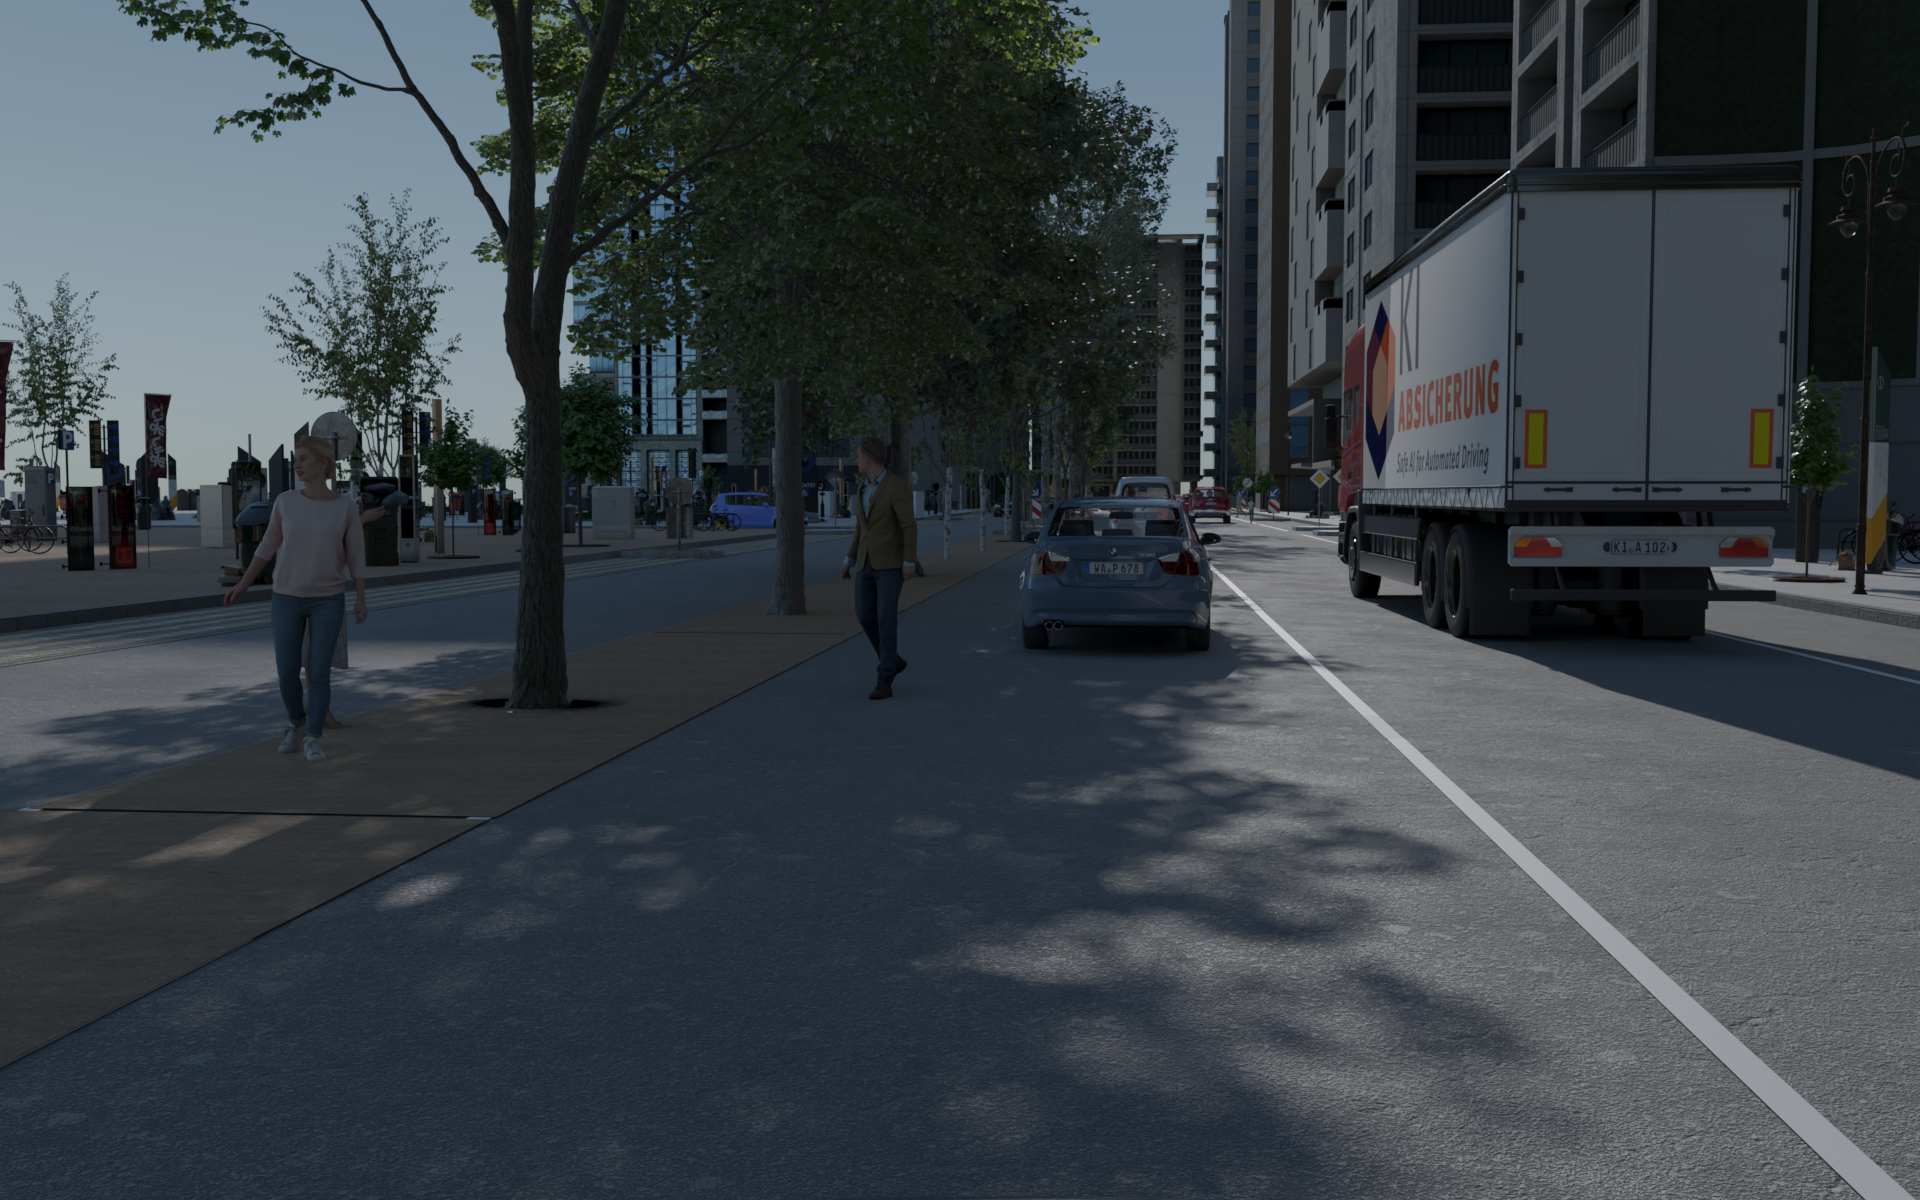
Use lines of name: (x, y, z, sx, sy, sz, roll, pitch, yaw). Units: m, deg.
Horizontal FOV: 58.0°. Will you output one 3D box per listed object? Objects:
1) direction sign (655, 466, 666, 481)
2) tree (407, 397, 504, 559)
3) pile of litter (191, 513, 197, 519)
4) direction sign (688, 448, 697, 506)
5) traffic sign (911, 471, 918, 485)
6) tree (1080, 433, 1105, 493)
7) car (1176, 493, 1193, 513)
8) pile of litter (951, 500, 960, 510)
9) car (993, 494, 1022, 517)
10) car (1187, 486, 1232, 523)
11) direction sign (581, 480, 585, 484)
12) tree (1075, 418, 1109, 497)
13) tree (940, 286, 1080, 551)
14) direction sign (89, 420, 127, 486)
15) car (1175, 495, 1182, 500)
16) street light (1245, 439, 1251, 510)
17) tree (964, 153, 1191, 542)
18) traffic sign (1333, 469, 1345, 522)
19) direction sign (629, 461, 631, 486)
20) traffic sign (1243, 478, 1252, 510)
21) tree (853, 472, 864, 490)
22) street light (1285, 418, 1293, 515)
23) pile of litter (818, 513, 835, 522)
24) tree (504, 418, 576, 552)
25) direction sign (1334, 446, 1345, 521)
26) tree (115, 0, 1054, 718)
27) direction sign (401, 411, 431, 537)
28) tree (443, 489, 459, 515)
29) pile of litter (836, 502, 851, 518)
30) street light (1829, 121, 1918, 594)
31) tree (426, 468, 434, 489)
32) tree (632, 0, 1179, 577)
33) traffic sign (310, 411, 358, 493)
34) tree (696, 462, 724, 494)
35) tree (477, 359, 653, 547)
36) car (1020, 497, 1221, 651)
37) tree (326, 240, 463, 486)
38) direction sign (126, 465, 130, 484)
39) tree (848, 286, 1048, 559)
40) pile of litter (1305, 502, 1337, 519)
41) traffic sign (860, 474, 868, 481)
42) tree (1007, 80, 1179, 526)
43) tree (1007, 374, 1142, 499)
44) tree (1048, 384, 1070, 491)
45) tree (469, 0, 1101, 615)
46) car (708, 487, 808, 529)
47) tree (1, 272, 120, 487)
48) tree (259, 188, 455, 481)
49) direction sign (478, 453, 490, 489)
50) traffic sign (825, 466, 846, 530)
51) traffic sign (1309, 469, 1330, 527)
direction sign: (-23.841, -8.935, 138.077, 0.876, 3.537, 0.379, -1, 4, -12)
tree: (-10.180, -2.450, 34.654, 1.663, 3.219, 1.824, 0, 3, 0)
pile of litter: (-40.012, -4.734, 91.371, 1.176, 0.858, 1.719, 0, 4, -5)
direction sign: (-13.140, -5.696, 85.121, 0.379, 3.537, 0.876, 1, 4, 16)
traffic sign: (-2.697, -5.885, 96.329, 0.768, 2.556, 0.104, 1, 4, 12)
tree: (9.360, -10.958, 131.986, 4.737, 8.622, 4.395, 0, 3, 0)
car: (14.622, -6.115, 109.021, 2.155, 1.783, 4.494, 0, 4, 6)
pile of litter: (-0.634, -7.719, 140.168, 1.176, 0.858, 1.719, 0, 4, -4)
car: (3.104, -6.020, 108.214, 2.009, 1.686, 4.222, 0, 4, 7)
car: (12.522, -4.783, 86.875, 2.281, 1.827, 5.304, 0, 4, 7)
direction sign: (-29.154, -8.615, 132.849, 0.876, 3.537, 0.379, -3, 5, -40)
tree: (9.229, -10.655, 127.023, 4.360, 8.622, 3.978, 0, 3, 0)
tree: (0.599, -5.505, 42.828, 4.737, 8.622, 4.395, 0, 3, 0)
direction sign: (-26.171, -3.734, 53.041, 0.876, 3.537, 0.379, 0, 4, -5)
car: (16.428, -7.372, 132.886, 2.083, 1.381, 4.827, 0, 4, 7)
street light: (23.545, -10.341, 141.866, 0.468, 5.910, 1.993, 0, 4, 6)
tree: (1.682, -8.455, 51.070, 12.009, 13.543, 11.850, 0, 3, 0)
traffic sign: (13.308, -3.449, 60.027, 0.795, 2.450, 0.064, 0, 4, 6)
direction sign: (-22.333, -7.672, 117.438, 0.379, 3.537, 0.876, 0, 4, -5)
traffic sign: (22.710, -8.364, 136.858, 0.768, 2.556, 0.104, 1, 4, 10)
tree: (-4.517, -5.636, 86.748, 1.663, 3.219, 1.824, 0, 3, 0)
street light: (19.875, -8.067, 104.686, 0.468, 5.910, 1.993, 0, 4, 6)
pile of litter: (-6.866, -3.998, 79.333, 1.719, 0.858, 1.176, 3, 5, 41)
tree: (-9.223, -2.671, 38.267, 1.663, 3.219, 1.824, 0, 3, 0)
direction sign: (18.129, -5.501, 81.943, 0.876, 3.537, 0.379, -1, 4, -10)
tree: (-2.727, -5.072, 11.139, 9.928, 11.665, 9.643, 0, 3, 0)
direction sign: (-14.873, -3.392, 47.457, 0.379, 3.537, 0.876, 3, 5, 41)
tree: (-27.048, -7.016, 98.425, 4.285, 4.588, 4.351, 0, 3, 0)
pile of litter: (-6.440, -4.780, 92.123, 1.176, 0.858, 1.719, 3, 4, 36)
street light: (11.534, -3.012, 22.027, 0.468, 5.910, 1.993, 0, 4, 6)
tree: (-31.308, -7.518, 106.627, 4.285, 4.588, 4.351, 0, 3, 0)
tree: (-1.024, -6.749, 29.810, 9.611, 12.733, 9.660, 0, 3, 0)
traffic sign: (-9.661, -1.628, 26.723, 0.768, 2.556, 0.104, 0, 4, 8)
tree: (-15.069, -6.639, 103.145, 1.663, 3.219, 1.824, 0, 3, 0)
tree: (-9.228, -3.589, 42.398, 4.285, 4.588, 4.351, 0, 3, 0)
car: (1.597, -0.320, 17.235, 2.014, 1.417, 4.499, 0, 4, 7)
tree: (-16.689, -6.144, 50.813, 4.360, 8.622, 3.978, 0, 3, 0)
direction sign: (-65.800, -8.845, 136.618, 0.379, 3.537, 0.876, 1, 4, 18)
tree: (-0.256, -5.194, 37.737, 4.360, 8.622, 3.978, 0, 3, 0)
pile of litter: (18.853, -4.693, 90.688, 1.719, 0.858, 1.176, 2, 4, 33)
traffic sign: (-3.650, -4.044, 69.764, 0.795, 2.450, 0.064, 0, 4, 6)
tree: (2.539, -13.242, 74.852, 12.611, 20.169, 13.585, 0, 3, 0)
tree: (6.126, -9.863, 98.137, 8.767, 10.594, 7.601, 0, 4, 6)
tree: (1.618, -6.527, 59.536, 4.360, 8.622, 3.978, 0, 3, 0)
tree: (-2.096, -6.117, 20.591, 7.486, 12.596, 7.792, 0, 3, 0)
car: (-7.526, -3.370, 64.695, 3.694, 1.707, 1.945, 0, 4, 6)
tree: (-30.489, -6.587, 58.067, 4.737, 8.622, 4.395, 0, 3, 0)
tree: (-14.103, -5.569, 41.421, 4.737, 8.622, 4.395, 0, 3, 0)
direction sign: (-26.064, -6.282, 94.706, 0.876, 3.537, 0.379, 1, 4, 19)
traffic sign: (-4.446, -3.558, 61.819, 0.795, 2.450, 0.064, 0, 4, 6)
traffic sign: (14.103, -3.935, 67.972, 0.795, 2.450, 0.064, 0, 4, 6)
